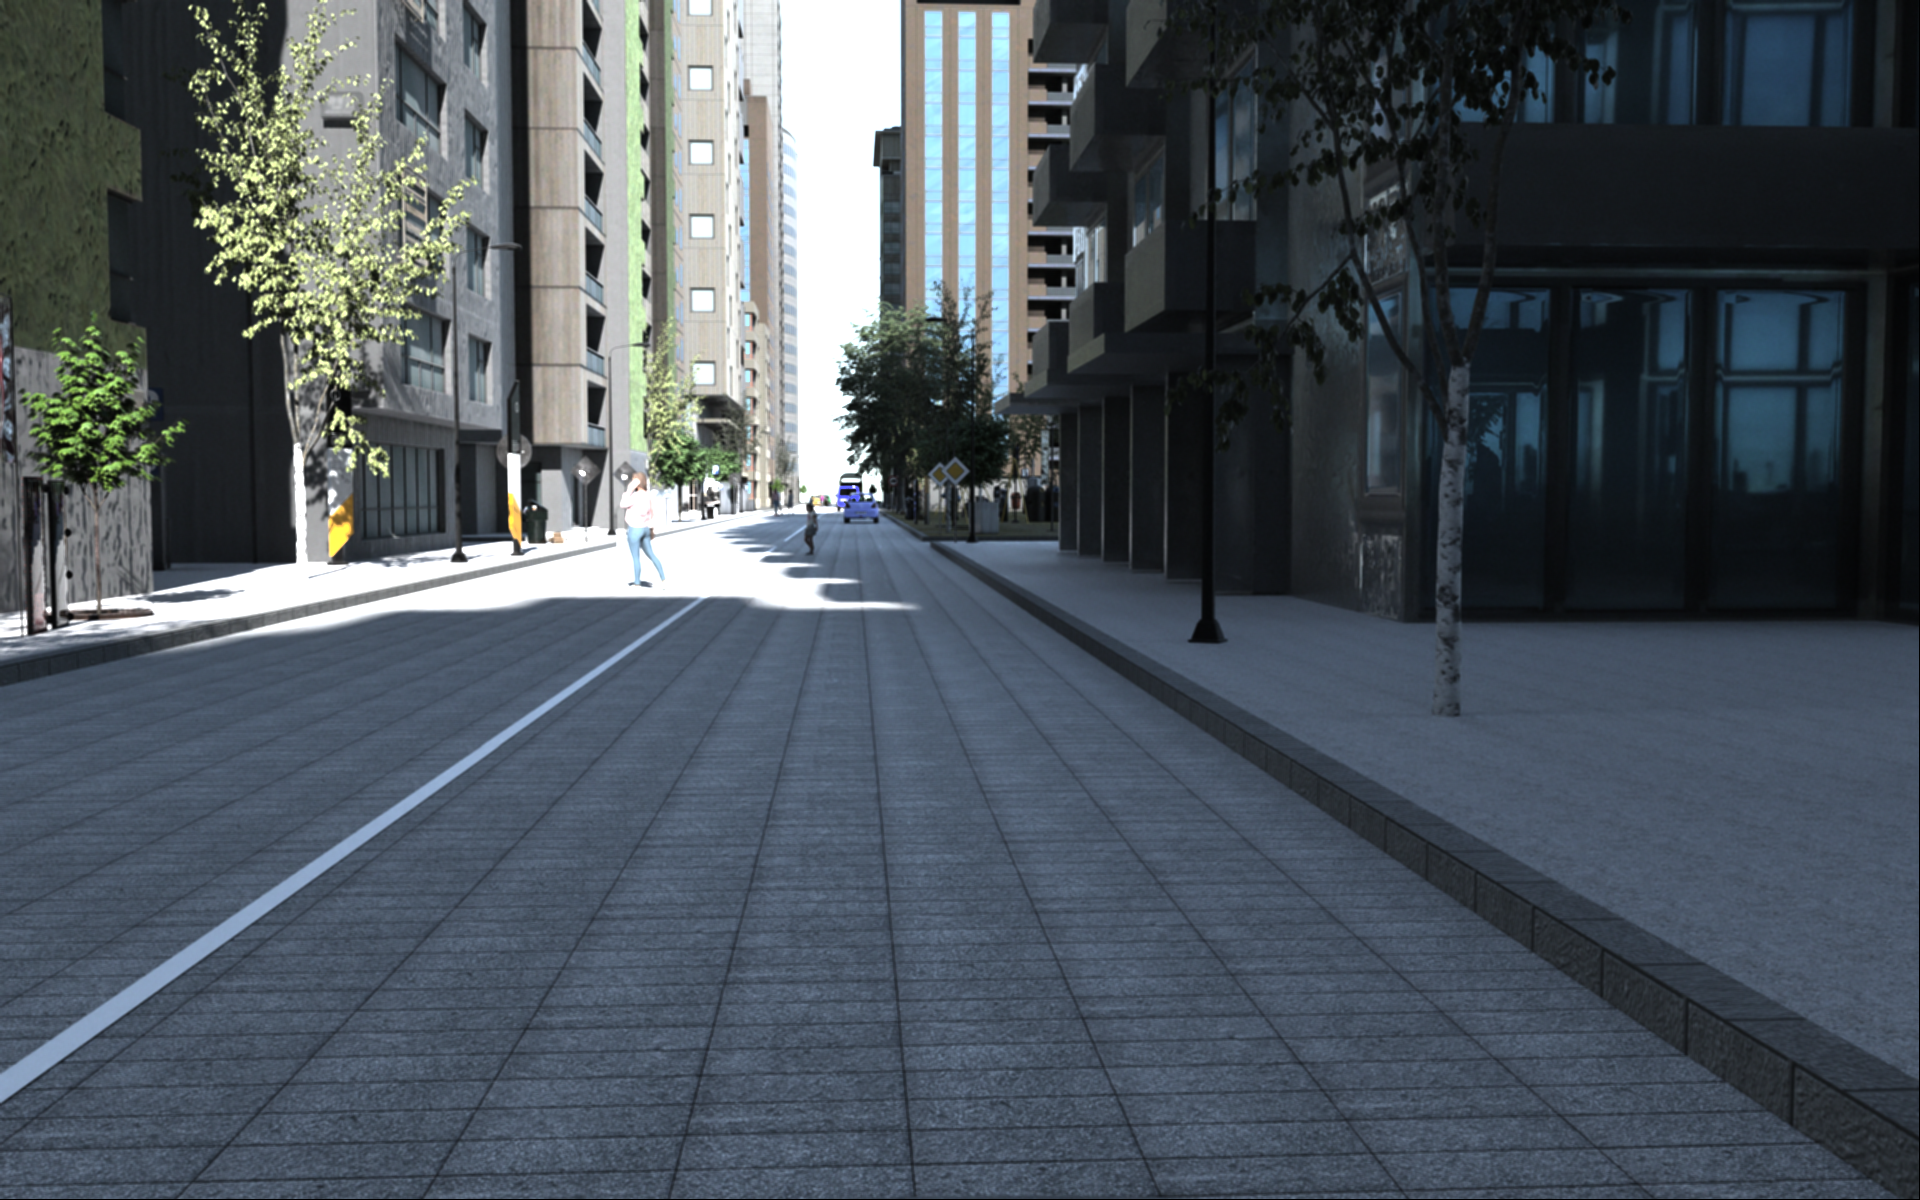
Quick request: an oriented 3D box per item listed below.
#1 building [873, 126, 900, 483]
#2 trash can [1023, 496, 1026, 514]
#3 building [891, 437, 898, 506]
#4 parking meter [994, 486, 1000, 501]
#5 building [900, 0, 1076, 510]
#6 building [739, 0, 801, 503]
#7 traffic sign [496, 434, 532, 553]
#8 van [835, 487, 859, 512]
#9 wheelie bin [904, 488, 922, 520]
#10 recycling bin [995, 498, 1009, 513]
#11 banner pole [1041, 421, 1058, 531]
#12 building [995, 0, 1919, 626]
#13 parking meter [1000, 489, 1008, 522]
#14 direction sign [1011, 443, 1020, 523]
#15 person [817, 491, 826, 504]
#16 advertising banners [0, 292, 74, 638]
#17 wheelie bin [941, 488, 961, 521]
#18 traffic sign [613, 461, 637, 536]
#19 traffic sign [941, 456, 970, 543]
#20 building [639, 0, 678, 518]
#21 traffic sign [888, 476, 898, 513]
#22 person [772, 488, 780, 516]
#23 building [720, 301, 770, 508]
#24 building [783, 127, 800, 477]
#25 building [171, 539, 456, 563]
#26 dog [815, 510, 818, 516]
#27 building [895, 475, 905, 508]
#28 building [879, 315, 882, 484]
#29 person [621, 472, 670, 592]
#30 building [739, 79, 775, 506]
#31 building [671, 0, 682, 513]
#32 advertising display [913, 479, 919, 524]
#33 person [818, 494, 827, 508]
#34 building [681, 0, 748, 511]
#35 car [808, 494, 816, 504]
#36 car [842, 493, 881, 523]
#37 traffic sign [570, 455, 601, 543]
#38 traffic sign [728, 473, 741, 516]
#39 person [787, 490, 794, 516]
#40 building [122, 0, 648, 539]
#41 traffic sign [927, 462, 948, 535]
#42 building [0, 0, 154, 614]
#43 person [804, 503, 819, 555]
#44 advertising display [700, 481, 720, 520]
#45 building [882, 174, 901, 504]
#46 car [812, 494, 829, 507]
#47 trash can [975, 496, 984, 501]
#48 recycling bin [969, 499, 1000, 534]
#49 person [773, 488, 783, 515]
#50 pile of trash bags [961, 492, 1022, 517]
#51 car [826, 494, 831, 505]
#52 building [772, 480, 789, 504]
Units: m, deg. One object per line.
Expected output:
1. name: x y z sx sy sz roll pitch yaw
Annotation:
1. building: 2.214 -40.131 245.385 28.713 52.752 27.495 0 4 -4
2. trash can: 4.268 -5.991 109.611 0.748 1.137 0.748 0 3 0
3. building: 3.983 -53.489 187.215 22.319 86.520 31.000 0 4 -4
4. parking meter: 2.445 -6.693 115.145 0.399 1.863 0.255 -1 4 -10
5. building: 2.236 -30.071 141.768 14.600 45.320 14.200 0 4 -4
6. building: -33.200 -49.354 245.193 20.563 71.187 20.611 0 4 -4
7. traffic sign: -9.301 -2.202 36.117 0.768 2.556 0.104 0 4 6
8. van: -9.208 -8.479 143.021 2.240 2.365 5.245 0 4 -4
9. wheelie bin: -2.367 -4.851 87.221 0.980 1.594 0.693 2 4 34
10. recycling bin: 2.763 -6.230 114.411 0.722 1.027 0.722 2 4 26
11. banner pole: 3.024 -4.252 59.540 0.401 3.779 0.863 3 5 41
12. building: 13.139 -25.051 29.189 23.786 49.044 30.456 0 4 -4
13. parking meter: 2.040 -4.387 80.132 0.372 1.533 0.369 0 3 0
14. direction sign: 2.499 -5.249 77.818 0.379 3.537 0.876 -1 4 -16
15. person: -15.203 -11.054 190.018 1.217 1.735 0.721 2 4 32
16. advertising banners: -8.506 -1.205 15.898 0.090 3.025 2.074 -1 4 -13
17. wheelie bin: -0.443 -4.660 84.101 0.980 1.594 0.693 0 4 -6
18. traffic sign: -10.246 -3.025 53.108 0.795 2.450 0.064 0 4 -4
19. traffic sign: -0.123 -2.573 45.716 0.795 2.450 0.064 0 4 -4
20. building: -22.368 -19.399 88.867 14.160 30.474 14.107 0 4 -4
21. traffic sign: -4.592 -7.278 119.093 0.768 2.556 0.104 0 4 -3
22. person: -11.918 -6.332 112.030 0.555 1.821 0.388 -3 4 -39
23. building: -33.142 -19.816 169.037 27.650 21.520 28.899 0 4 -4
24. building: -36.031 -44.515 269.816 21.231 58.520 28.212 0 4 -4
25. building: -18.011 -21.646 37.504 14.086 41.232 14.154 0 4 -4
26. dog: -9.595 -5.758 114.337 0.550 0.427 0.748 0 4 5
27. building: 10.218 -28.724 161.517 32.217 40.220 23.993 0 4 -4
28. building: -1.649 -37.856 273.572 22.147 44.769 28.867 0 4 -4
29. person: -4.620 -1.000 25.440 0.643 1.750 0.593 1 4 19
30. building: -27.786 -33.080 190.963 14.600 45.320 14.200 0 4 -4
31. building: -25.315 -28.151 110.386 14.600 45.320 14.200 0 4 -4
32. advertising display: -1.881 -4.206 73.986 0.123 1.923 0.974 0 4 -7
33. person: -14.185 -10.208 178.622 0.991 1.433 0.599 -1 4 -20
34. building: -31.553 -33.685 139.984 28.713 52.752 27.495 0 4 -4
35. car: -18.964 -13.214 228.054 2.014 1.417 4.499 0 4 -2
36. car: -4.897 -4.686 86.211 1.945 1.707 3.694 0 4 -2
37. traffic sign: -9.750 -2.538 45.138 0.795 2.450 0.064 0 4 -4
38. traffic sign: -13.491 -6.330 103.606 0.768 2.556 0.104 0 4 2
39. person: -11.245 -6.462 114.910 0.466 1.731 0.760 1 4 10
40. building: -18.758 -22.968 59.120 14.154 41.232 14.086 0 4 -4
41. traffic sign: -0.619 -3.061 53.685 0.795 2.450 0.064 0 4 -4
42. building: -17.076 -14.840 14.344 14.160 30.474 14.107 0 4 -4
43. person: -3.466 -1.677 40.929 0.382 1.210 0.505 -3 4 -36
44. advertising display: -12.564 -5.012 87.154 0.974 1.923 0.123 -1 4 -15
45. building: -3.021 -33.048 223.932 14.154 41.232 14.086 0 4 -4
46. car: -16.076 -11.603 199.928 2.015 1.641 3.980 0 4 -3
47. trash can: 1.435 -7.033 126.634 0.748 1.137 0.748 0 3 0
48. recycling bin: 0.769 -2.645 55.801 0.722 1.027 0.722 -2 4 -35
49. person: -12.569 -6.776 119.156 0.748 1.841 0.638 3 5 41
50. pile of trash bags: 1.887 -5.315 96.649 3.447 1.369 1.912 -2 4 -28
51. car: -18.581 -13.983 237.424 1.959 1.807 4.718 0 4 -3
52. building: -38.520 -32.484 222.987 32.217 40.220 23.993 0 4 -4
